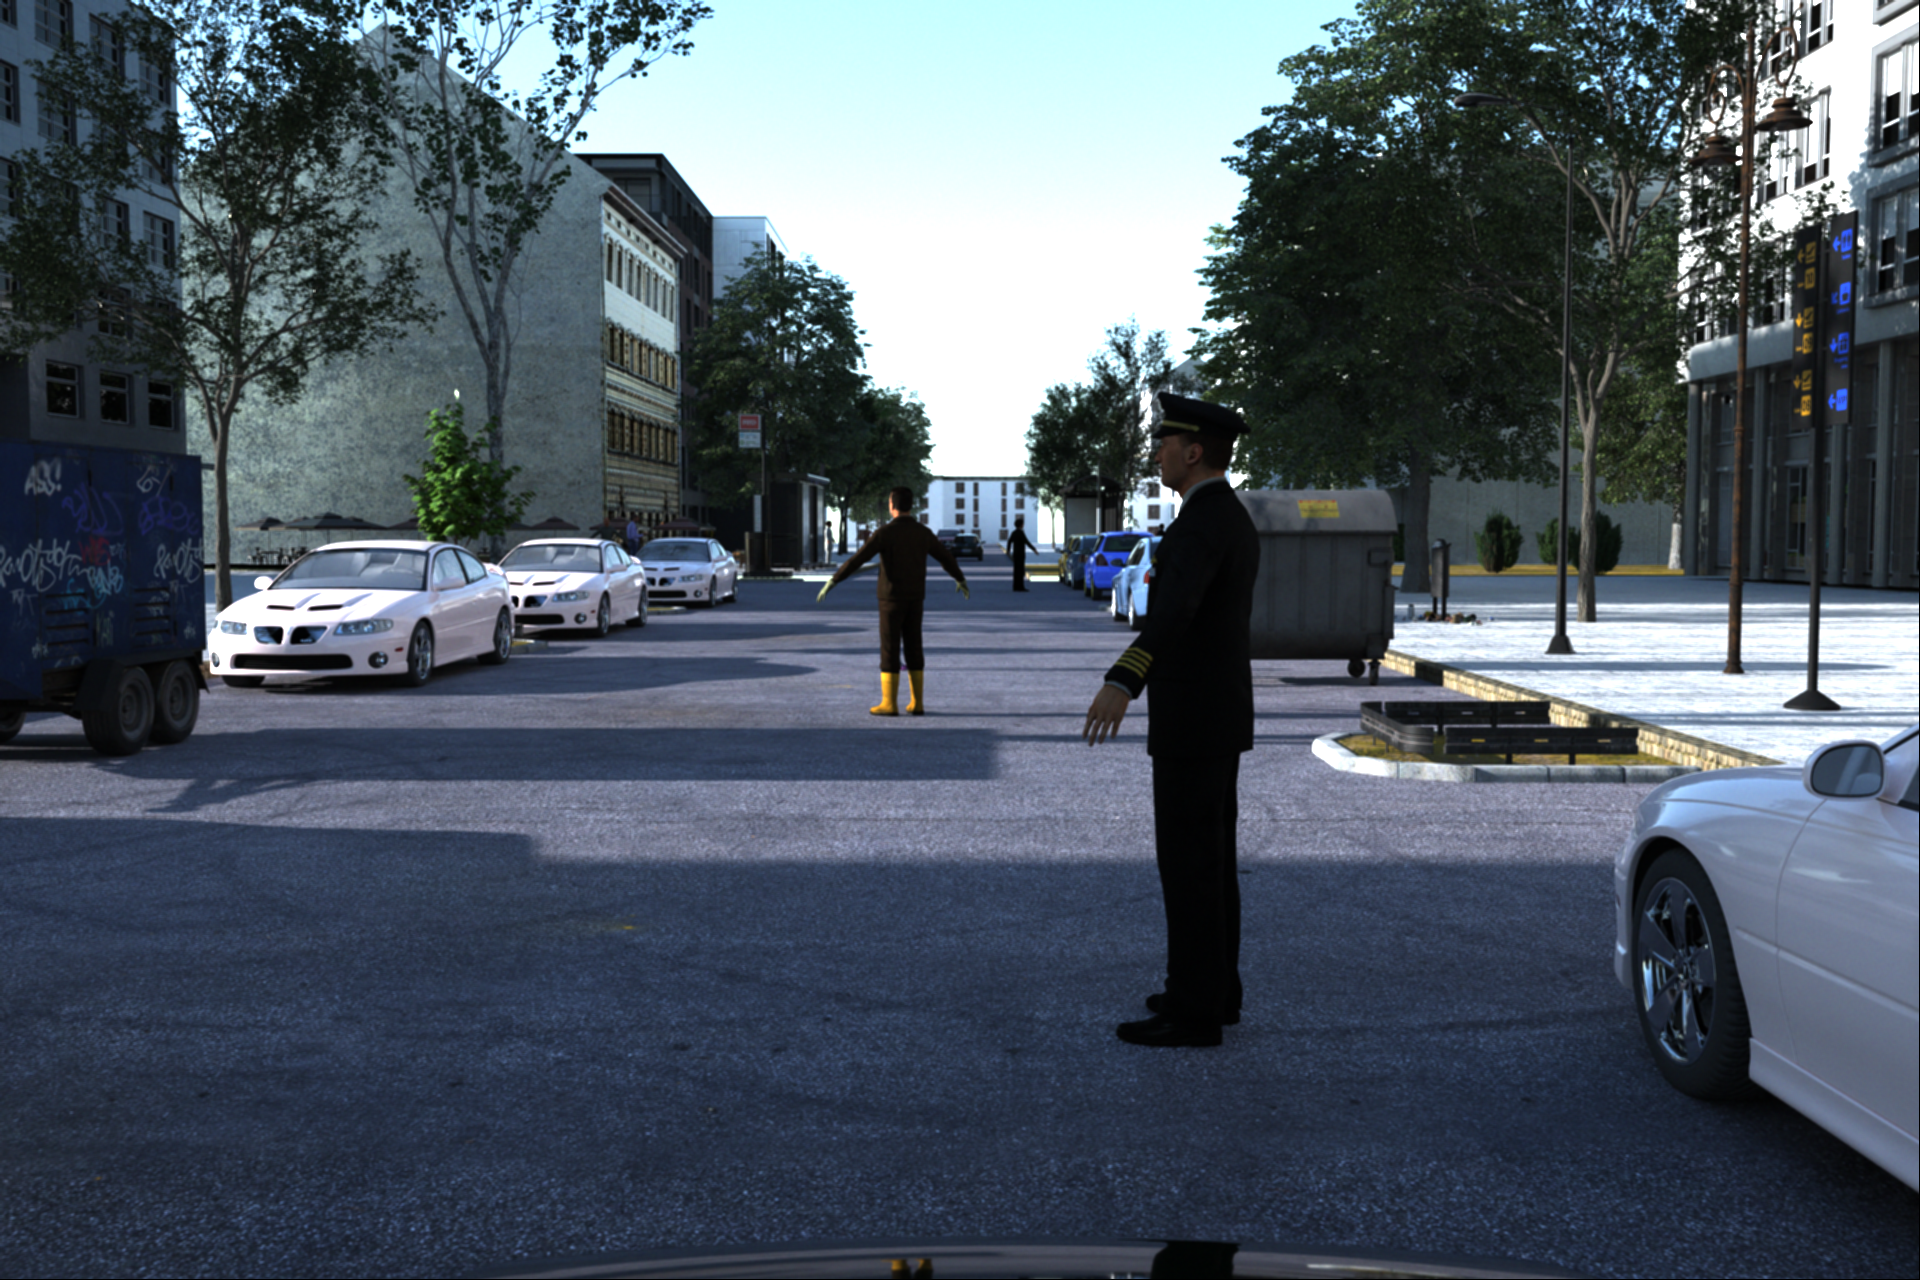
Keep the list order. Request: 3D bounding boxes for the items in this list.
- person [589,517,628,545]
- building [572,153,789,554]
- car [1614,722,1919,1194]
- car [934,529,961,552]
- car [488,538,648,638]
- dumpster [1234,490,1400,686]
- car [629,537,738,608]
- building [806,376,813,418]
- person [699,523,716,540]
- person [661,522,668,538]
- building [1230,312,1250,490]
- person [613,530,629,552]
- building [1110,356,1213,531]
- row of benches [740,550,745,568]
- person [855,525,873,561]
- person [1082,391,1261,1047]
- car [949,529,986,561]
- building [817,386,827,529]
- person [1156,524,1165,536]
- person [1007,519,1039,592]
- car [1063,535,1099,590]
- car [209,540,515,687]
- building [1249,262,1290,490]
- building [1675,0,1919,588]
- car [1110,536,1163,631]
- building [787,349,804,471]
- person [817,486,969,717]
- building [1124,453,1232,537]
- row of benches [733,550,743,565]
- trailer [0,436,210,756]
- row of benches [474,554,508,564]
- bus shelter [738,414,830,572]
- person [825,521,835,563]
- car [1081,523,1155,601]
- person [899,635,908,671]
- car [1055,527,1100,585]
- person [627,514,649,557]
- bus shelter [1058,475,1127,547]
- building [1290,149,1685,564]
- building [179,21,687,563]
[{"bbox_3d":[-10.824,-2.865,53.113,1.348,1.796,0.705,-1,4,-10],"label":"person"},{"bbox_3d":[-26.394,-16.247,109.619,27.936,21.610,32.646,0,4,0],"label":"building"},{"bbox_3d":[2.753,0.574,2.981,2.083,1.381,4.827,0,3,0],"label":"car"},{"bbox_3d":[-0.746,-6.781,119.547,2.281,1.827,5.304,0,4,1],"label":"car"},{"bbox_3d":[-5.806,-0.797,25.401,2.083,1.381,4.827,0,4,1],"label":"car"},{"bbox_3d":[3.211,-0.525,16.804,1.865,1.857,1.264,0,4,0],"label":"dumpster"},{"bbox_3d":[-5.653,-1.386,35.019,2.083,1.381,4.827,0,4,1],"label":"car"},{"bbox_3d":[-22.149,-20.599,193.212,16.016,20.090,11.380,0,3,0],"label":"building"},{"bbox_3d":[-13.205,-5.194,90.683,0.705,1.858,1.354,3,4,37],"label":"person"},{"bbox_3d":[-12.290,-4.015,71.863,0.704,1.802,1.346,0,4,-1],"label":"person"},{"bbox_3d":[26.598,-17.130,136.500,16.016,20.090,11.380,0,4,1],"label":"building"},{"bbox_3d":[-13.929,-4.031,72.031,1.348,1.813,0.705,-3,5,-42],"label":"person"},{"bbox_3d":[28.785,-23.875,221.281,19.493,23.208,18.063,0,4,1],"label":"building"},{"bbox_3d":[-8.170,-3.138,66.768,1.422,0.672,4.104,0,4,-7],"label":"row of benches"},{"bbox_3d":[-4.379,-4.607,82.128,1.217,1.733,0.721,-1,4,-10],"label":"person"},{"bbox_3d":[0.655,0.210,4.965,0.705,1.837,1.347,1,4,21],"label":"person"},{"bbox_3d":[0.379,-5.139,93.807,2.009,1.686,4.222,0,4,1],"label":"car"},{"bbox_3d":[-22.510,-21.841,213.520,16.016,20.090,11.380,0,3,0],"label":"building"},{"bbox_3d":[9.037,-4.289,76.852,0.721,1.740,1.216,-2,4,-25],"label":"person"},{"bbox_3d":[1.505,-2.118,43.278,0.705,1.806,1.347,-2,4,-31],"label":"person"},{"bbox_3d":[3.774,-2.080,46.014,2.014,1.417,4.499,0,4,0],"label":"car"},{"bbox_3d":[-5.940,-0.328,17.721,2.083,1.381,4.827,0,4,1],"label":"car"},{"bbox_3d":[25.280,-16.108,119.785,16.016,20.090,11.380,0,4,1],"label":"building"},{"bbox_3d":[29.101,-13.508,28.453,19.016,26.051,41.698,0,4,1],"label":"building"},{"bbox_3d":[3.396,-0.919,27.024,2.014,1.417,4.499,0,4,0],"label":"car"},{"bbox_3d":[-21.768,-19.451,174.437,16.016,20.090,11.380,0,4,1],"label":"building"},{"bbox_3d":[-0.478,-0.313,13.705,1.346,1.812,0.704,-2,4,-30],"label":"person"},{"bbox_3d":[22.318,-14.444,178.304,9.099,9.664,28.070,0,4,1],"label":"building"},{"bbox_3d":[-7.505,-3.434,71.604,4.104,0.672,1.422,2,4,27],"label":"row of benches"},{"bbox_3d":[-6.060,-0.229,10.789,1.471,1.999,3.904,0,4,1],"label":"trailer"},{"bbox_3d":[-15.246,-2.382,54.405,4.104,0.672,1.422,0,4,3],"label":"row of benches"},{"bbox_3d":[-6.168,-5.066,60.453,2.179,5.291,8.768,0,4,3],"label":"bus shelter"},{"bbox_3d":[-5.111,-3.778,67.950,0.705,1.806,1.347,0,4,6],"label":"person"},{"bbox_3d":[3.681,-1.773,38.586,1.945,1.707,3.694,0,4,0],"label":"car"},{"bbox_3d":[-0.596,-0.401,18.288,0.599,1.433,0.991,0,4,-3],"label":"person"},{"bbox_3d":[3.783,-2.454,50.348,2.015,1.641,3.980,0,4,0],"label":"car"},{"bbox_3d":[-9.050,-2.616,48.684,0.599,1.838,0.709,-1,4,-21],"label":"person"},{"bbox_3d":[4.654,-4.146,61.711,2.014,3.302,5.546,0,4,0],"label":"bus shelter"},{"bbox_3d":[27.921,-13.565,88.248,16.747,18.905,31.486,0,4,1],"label":"building"},{"bbox_3d":[-24.474,-15.470,83.859,19.493,23.208,18.063,0,4,1],"label":"building"}]
